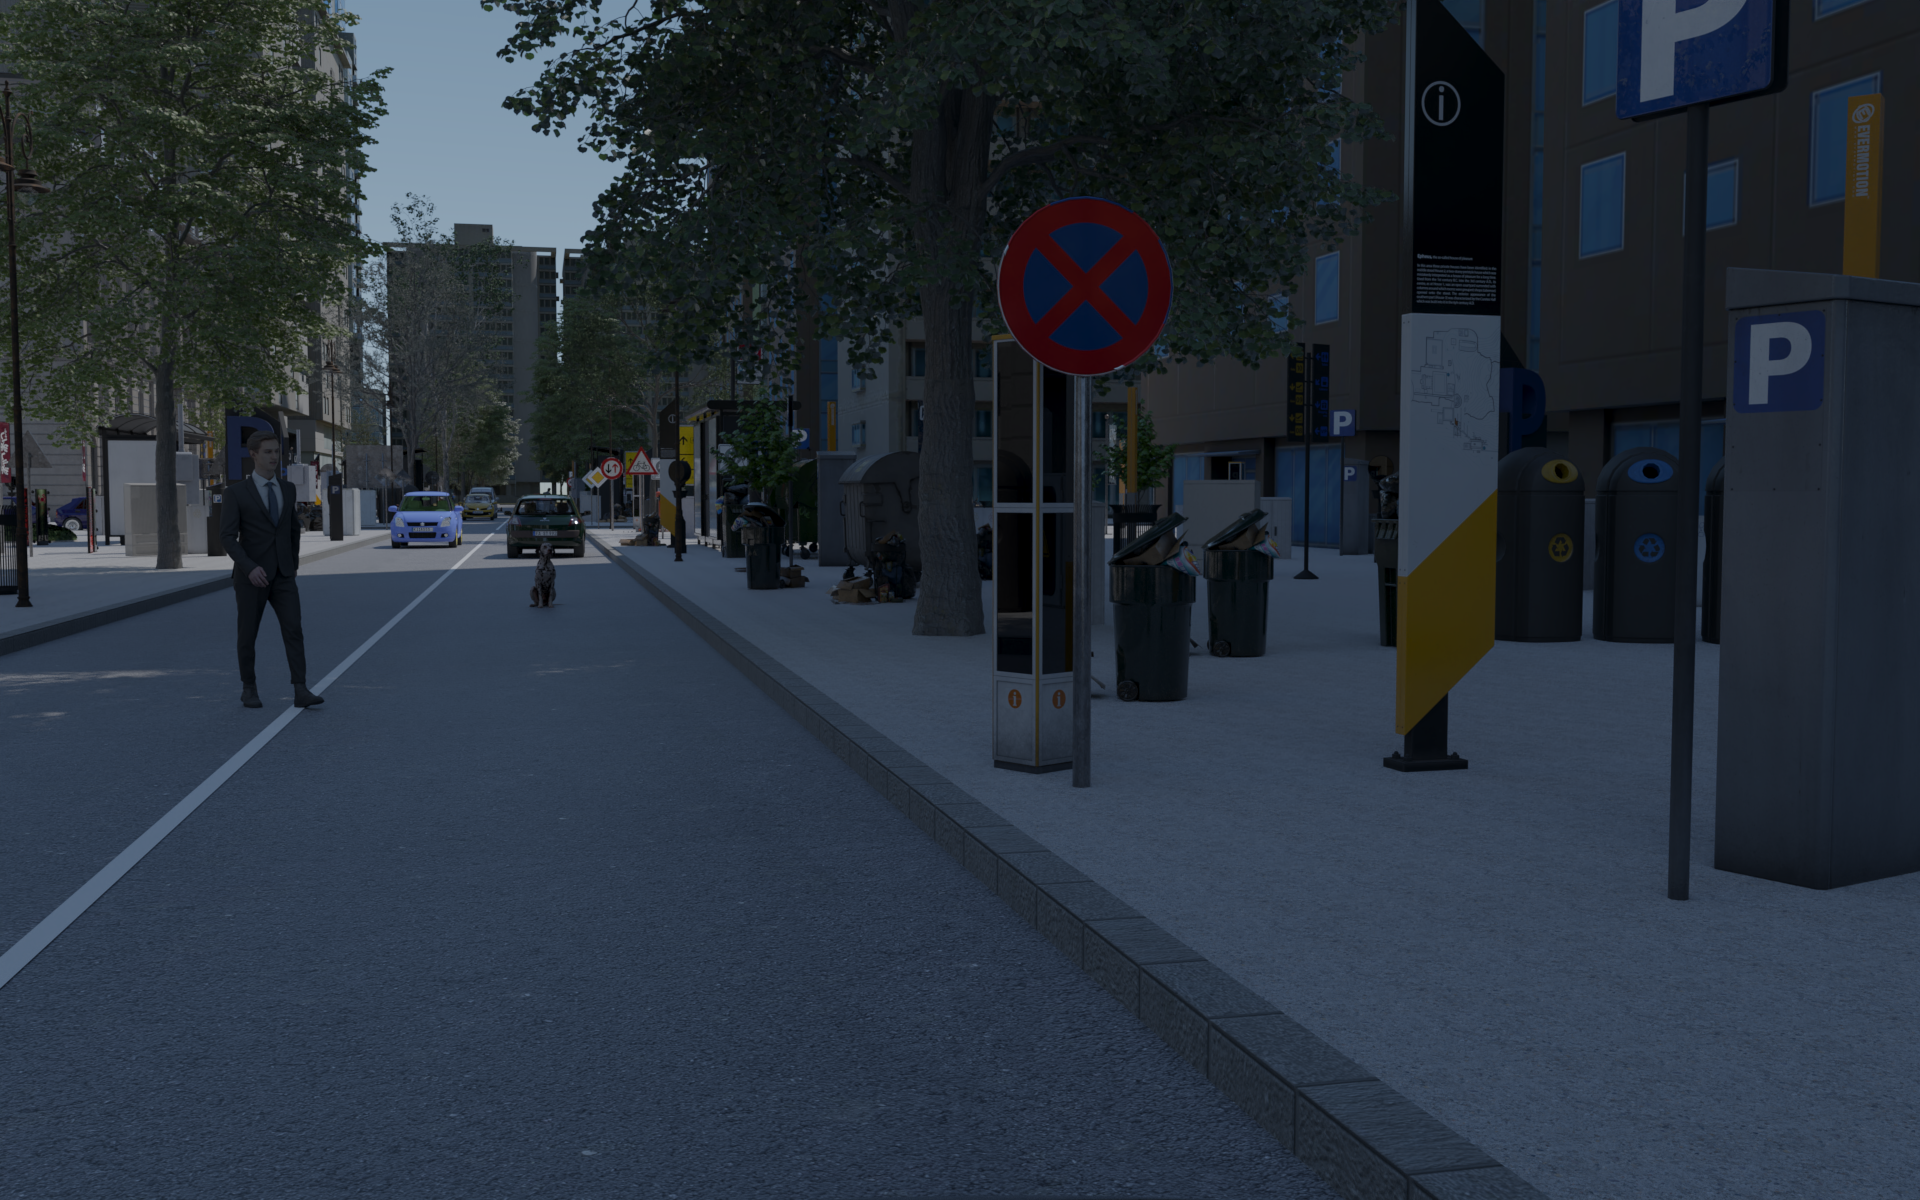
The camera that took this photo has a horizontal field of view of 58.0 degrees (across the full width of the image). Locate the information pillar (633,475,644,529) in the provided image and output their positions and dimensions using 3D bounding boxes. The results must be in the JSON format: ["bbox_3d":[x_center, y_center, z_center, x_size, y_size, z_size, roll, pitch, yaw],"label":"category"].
[{"bbox_3d":[-11.678,-3.572,62.900,0.304,2.012,0.304,1,4,17],"label":"information pillar"}]

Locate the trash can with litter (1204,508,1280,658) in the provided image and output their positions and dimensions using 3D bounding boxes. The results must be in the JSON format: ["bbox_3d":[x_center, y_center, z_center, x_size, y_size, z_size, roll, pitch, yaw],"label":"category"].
[{"bbox_3d":[1.964,-0.141,13.696,1.055,1.170,0.624,0,4,1],"label":"trash can with litter"}]

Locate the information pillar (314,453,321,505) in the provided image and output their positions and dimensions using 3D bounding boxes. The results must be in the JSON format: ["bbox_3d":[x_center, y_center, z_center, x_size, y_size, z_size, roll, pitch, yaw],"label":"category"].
[{"bbox_3d":[-36.906,-6.614,99.497,0.183,3.616,0.504,1,4,12],"label":"information pillar"}]

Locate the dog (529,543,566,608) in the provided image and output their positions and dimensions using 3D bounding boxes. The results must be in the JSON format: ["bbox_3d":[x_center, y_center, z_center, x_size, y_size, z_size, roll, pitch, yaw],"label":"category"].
[{"bbox_3d":[-5.217,-0.321,22.079,0.513,0.831,0.800,1,4,19],"label":"dog"}]

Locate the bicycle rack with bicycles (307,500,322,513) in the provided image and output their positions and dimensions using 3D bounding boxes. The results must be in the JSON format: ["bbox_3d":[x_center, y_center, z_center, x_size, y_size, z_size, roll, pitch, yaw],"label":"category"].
[{"bbox_3d":[-49.326,-7.308,132.867,2.852,0.926,2.925,0,4,-6],"label":"bicycle rack with bicycles"}]

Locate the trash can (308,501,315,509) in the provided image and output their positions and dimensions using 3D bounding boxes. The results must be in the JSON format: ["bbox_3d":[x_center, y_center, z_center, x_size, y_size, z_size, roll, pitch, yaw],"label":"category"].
[{"bbox_3d":[-42.330,-6.217,113.309,0.748,1.137,0.748,0,3,0],"label":"trash can"}]

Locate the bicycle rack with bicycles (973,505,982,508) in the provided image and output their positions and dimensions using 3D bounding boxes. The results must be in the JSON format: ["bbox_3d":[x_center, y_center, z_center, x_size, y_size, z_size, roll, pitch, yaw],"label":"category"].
[{"bbox_3d":[2.232,-4.403,85.378,2.852,0.926,2.925,-1,4,-14],"label":"bicycle rack with bicycles"}]

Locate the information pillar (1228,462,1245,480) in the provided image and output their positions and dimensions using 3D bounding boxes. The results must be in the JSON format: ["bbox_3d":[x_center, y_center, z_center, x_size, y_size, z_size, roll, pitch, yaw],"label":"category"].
[{"bbox_3d":[6.336,-2.154,39.702,0.304,2.012,0.304,2,4,26],"label":"information pillar"}]

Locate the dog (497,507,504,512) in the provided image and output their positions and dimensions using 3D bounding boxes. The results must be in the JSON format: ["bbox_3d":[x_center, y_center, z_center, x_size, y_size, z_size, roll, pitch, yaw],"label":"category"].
[{"bbox_3d":[-37.277,-7.337,140.150,0.748,0.427,0.550,-2,4,-25],"label":"dog"}]

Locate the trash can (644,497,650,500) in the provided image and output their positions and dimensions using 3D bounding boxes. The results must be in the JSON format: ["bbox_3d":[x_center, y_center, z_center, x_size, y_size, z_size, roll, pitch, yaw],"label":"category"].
[{"bbox_3d":[-13.825,-3.974,76.630,0.748,1.137,0.748,0,3,0],"label":"trash can"}]

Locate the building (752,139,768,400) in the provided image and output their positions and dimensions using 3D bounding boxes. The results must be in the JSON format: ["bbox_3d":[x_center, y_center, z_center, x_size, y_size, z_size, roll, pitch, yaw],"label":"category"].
[{"bbox_3d":[-9.872,-27.857,139.048,14.154,41.232,14.086,-1,4,-14],"label":"building"}]

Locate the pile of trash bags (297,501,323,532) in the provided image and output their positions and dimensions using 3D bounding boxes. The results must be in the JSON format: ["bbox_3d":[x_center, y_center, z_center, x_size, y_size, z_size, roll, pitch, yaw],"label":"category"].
[{"bbox_3d":[-22.513,-3.071,59.963,1.912,1.369,3.447,1,4,23],"label":"pile of trash bags"}]

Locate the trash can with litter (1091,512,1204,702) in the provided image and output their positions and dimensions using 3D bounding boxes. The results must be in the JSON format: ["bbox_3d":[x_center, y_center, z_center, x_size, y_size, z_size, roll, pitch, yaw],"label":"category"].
[{"bbox_3d":[0.960,0.035,10.810,1.055,1.170,0.624,0,4,6],"label":"trash can with litter"}]

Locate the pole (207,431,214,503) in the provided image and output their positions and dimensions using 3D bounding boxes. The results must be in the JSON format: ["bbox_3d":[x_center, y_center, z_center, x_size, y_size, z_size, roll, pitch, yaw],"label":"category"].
[{"bbox_3d":[-24.399,-3.827,56.414,0.158,3.312,0.155,0,3,0],"label":"pole"}]

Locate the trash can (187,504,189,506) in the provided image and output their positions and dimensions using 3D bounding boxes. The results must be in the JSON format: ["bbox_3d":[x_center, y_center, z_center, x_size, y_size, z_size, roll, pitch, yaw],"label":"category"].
[{"bbox_3d":[-40.443,-4.797,90.081,0.748,1.137,0.748,0,3,0],"label":"trash can"}]

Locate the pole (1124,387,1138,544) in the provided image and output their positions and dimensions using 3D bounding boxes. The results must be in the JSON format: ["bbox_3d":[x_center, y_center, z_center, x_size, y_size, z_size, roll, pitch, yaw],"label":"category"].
[{"bbox_3d":[3.295,-2.404,33.153,0.158,3.312,0.155,0,3,0],"label":"pole"}]

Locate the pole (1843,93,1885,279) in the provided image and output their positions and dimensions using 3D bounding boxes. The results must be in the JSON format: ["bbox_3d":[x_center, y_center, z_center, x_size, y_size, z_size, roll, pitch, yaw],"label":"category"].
[{"bbox_3d":[4.655,-0.927,8.993,0.158,3.312,0.155,0,3,0],"label":"pole"}]

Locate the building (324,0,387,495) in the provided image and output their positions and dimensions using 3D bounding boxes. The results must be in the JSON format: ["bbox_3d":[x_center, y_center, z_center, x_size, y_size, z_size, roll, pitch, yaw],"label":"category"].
[{"bbox_3d":[-96.036,-56.593,237.972,31.000,86.520,22.319,-1,4,-14],"label":"building"}]

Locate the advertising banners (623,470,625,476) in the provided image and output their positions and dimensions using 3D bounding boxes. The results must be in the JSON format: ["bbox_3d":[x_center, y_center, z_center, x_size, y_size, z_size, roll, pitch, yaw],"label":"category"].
[{"bbox_3d":[-24.581,-7.883,125.075,0.090,3.025,2.074,-3,4,-36],"label":"advertising banners"}]

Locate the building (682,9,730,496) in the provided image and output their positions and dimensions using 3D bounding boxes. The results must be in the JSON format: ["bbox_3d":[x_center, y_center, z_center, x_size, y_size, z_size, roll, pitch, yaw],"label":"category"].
[{"bbox_3d":[-19.455,-53.889,193.762,22.319,86.520,31.000,-1,4,-14],"label":"building"}]

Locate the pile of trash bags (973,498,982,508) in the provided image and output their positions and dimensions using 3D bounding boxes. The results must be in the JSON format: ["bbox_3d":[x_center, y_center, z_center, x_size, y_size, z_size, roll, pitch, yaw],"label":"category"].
[{"bbox_3d":[1.715,-3.252,62.918,3.447,1.369,1.912,2,4,27],"label":"pile of trash bags"}]

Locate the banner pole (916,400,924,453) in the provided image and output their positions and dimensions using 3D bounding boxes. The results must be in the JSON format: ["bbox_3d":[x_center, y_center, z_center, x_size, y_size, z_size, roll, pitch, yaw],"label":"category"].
[{"bbox_3d":[-0.595,-3.100,40.708,0.863,3.779,0.401,0,4,0],"label":"banner pole"}]

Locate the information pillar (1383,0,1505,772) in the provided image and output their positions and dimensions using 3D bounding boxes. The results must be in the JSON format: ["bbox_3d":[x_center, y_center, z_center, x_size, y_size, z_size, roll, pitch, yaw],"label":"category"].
[{"bbox_3d":[2.259,-1.020,8.026,0.504,3.616,0.183,-1,4,-16],"label":"information pillar"}]

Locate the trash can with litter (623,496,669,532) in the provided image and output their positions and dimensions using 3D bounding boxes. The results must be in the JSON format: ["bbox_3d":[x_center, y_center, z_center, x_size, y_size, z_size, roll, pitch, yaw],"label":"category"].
[{"bbox_3d":[-10.080,-2.893,58.359,2.233,1.210,1.678,1,4,14],"label":"trash can with litter"}]

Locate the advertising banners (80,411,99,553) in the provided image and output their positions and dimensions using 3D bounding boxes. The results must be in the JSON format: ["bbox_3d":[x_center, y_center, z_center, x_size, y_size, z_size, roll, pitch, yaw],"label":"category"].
[{"bbox_3d":[-18.884,-2.529,37.541,0.090,3.025,2.074,-1,4,-20],"label":"advertising banners"}]

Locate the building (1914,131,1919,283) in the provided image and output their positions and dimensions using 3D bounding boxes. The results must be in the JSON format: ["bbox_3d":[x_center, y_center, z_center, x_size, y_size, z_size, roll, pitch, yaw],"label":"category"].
[{"bbox_3d":[18.420,-22.843,23.590,14.600,45.320,14.200,-1,4,-14],"label":"building"}]

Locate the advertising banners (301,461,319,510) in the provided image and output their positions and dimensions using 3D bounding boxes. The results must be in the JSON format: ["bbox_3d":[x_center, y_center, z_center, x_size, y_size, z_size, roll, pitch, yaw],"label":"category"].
[{"bbox_3d":[-34.525,-5.794,90.914,0.090,3.025,2.074,3,4,38],"label":"advertising banners"}]

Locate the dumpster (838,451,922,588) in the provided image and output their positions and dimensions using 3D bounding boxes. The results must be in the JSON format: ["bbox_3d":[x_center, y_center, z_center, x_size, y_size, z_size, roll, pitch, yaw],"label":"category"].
[{"bbox_3d":[-0.934,-1.129,24.214,1.264,1.857,1.865,-1,4,-14],"label":"dumpster"}]

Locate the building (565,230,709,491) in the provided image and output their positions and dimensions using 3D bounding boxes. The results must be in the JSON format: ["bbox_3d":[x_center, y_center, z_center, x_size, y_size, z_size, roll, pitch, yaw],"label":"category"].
[{"bbox_3d":[-47.050,-34.632,258.112,23.993,40.220,32.217,-1,4,-14],"label":"building"}]

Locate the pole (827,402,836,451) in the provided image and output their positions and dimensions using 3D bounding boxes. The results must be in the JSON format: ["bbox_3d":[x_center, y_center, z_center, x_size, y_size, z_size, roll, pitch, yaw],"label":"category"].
[{"bbox_3d":[-2.836,-2.722,38.340,0.158,3.312,0.155,0,3,0],"label":"pole"}]

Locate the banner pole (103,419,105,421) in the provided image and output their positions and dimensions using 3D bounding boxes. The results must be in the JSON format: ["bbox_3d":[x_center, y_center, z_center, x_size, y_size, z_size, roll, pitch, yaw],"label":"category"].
[{"bbox_3d":[-27.732,-4.081,56.749,0.863,3.779,0.401,-3,5,-44],"label":"banner pole"}]

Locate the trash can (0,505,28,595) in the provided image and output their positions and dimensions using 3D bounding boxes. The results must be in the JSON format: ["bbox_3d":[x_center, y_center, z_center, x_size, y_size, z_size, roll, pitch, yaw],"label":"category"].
[{"bbox_3d":[-12.311,-0.640,22.123,0.748,1.137,0.748,0,3,0],"label":"trash can"}]

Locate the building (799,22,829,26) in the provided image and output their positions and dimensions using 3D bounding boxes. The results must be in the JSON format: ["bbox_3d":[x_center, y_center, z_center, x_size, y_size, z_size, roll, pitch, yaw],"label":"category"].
[{"bbox_3d":[-13.841,-31.097,158.544,14.600,45.320,14.200,-1,4,-14],"label":"building"}]

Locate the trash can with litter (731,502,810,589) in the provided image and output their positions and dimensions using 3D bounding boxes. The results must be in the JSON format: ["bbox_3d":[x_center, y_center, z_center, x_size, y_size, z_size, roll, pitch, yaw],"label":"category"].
[{"bbox_3d":[-2.561,-0.746,23.580,0.624,1.170,1.055,2,4,33],"label":"trash can with litter"}]

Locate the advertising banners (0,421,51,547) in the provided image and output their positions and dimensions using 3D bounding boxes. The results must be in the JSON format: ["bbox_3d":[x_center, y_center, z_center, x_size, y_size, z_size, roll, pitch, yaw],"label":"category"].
[{"bbox_3d":[-22.986,-2.834,42.516,0.090,3.025,2.074,0,4,3],"label":"advertising banners"}]

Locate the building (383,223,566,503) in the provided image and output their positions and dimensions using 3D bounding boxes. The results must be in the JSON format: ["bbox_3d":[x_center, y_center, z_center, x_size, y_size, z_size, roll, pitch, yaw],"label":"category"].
[{"bbox_3d":[-70.445,-34.245,251.779,23.993,40.220,32.217,-1,4,-14],"label":"building"}]

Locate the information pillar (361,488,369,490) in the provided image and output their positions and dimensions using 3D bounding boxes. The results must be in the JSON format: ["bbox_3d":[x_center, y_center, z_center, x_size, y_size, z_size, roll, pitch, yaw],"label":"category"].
[{"bbox_3d":[-25.267,-4.228,73.615,0.304,2.012,0.304,-1,4,-22],"label":"information pillar"}]

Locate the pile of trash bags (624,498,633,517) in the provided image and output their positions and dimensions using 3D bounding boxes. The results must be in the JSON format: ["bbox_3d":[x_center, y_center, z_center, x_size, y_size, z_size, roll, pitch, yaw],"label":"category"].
[{"bbox_3d":[-19.005,-5.368,97.511,3.447,1.369,1.912,3,4,38],"label":"pile of trash bags"}]

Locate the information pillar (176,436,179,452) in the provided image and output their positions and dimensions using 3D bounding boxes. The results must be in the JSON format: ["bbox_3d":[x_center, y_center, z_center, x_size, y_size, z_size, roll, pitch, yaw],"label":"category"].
[{"bbox_3d":[-25.030,-3.896,55.060,0.183,3.616,0.504,2,4,29],"label":"information pillar"}]

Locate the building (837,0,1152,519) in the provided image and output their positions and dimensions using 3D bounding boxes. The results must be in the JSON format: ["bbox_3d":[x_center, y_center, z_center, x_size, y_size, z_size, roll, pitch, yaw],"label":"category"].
[{"bbox_3d":[4.128,-29.004,97.923,21.600,48.544,21.300,-1,4,-14],"label":"building"}]

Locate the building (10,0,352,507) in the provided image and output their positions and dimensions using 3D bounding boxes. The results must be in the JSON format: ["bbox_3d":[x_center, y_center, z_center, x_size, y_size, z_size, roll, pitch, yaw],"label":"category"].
[{"bbox_3d":[-79.272,-36.230,181.599,27.495,52.752,28.713,-1,4,-14],"label":"building"}]

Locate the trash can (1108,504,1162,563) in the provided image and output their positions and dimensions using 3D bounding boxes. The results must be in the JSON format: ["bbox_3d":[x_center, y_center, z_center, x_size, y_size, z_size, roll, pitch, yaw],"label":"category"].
[{"bbox_3d":[2.419,-0.752,23.950,0.748,1.137,0.748,0,3,0],"label":"trash can"}]

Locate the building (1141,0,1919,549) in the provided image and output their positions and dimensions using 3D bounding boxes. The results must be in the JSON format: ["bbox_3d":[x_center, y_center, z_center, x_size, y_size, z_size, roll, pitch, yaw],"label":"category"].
[{"bbox_3d":[13.778,-24.169,45.268,14.600,45.320,14.200,-1,4,-14],"label":"building"}]

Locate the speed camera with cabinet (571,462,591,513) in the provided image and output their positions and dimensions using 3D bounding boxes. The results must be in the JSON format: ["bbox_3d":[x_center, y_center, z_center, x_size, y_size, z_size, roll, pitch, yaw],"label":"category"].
[{"bbox_3d":[-21.710,-6.457,99.906,0.660,3.252,2.038,-3,4,-39],"label":"speed camera with cabinet"}]

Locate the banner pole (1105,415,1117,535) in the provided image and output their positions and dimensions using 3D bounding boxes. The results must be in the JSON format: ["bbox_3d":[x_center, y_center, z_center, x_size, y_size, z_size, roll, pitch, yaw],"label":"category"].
[{"bbox_3d":[4.762,-3.970,54.934,0.401,3.779,0.863,2,4,34],"label":"banner pole"}]

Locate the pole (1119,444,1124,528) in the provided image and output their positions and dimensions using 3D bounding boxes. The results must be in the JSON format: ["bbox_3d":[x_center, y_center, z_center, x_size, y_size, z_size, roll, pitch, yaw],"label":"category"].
[{"bbox_3d":[6.091,-4.356,65.059,0.158,3.312,0.155,0,3,0],"label":"pole"}]

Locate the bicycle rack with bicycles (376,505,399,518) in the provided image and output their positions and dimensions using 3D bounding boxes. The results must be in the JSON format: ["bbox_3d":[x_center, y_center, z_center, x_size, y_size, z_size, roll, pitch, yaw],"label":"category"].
[{"bbox_3d":[-27.932,-4.420,85.649,2.925,0.926,2.852,-3,5,-40],"label":"bicycle rack with bicycles"}]

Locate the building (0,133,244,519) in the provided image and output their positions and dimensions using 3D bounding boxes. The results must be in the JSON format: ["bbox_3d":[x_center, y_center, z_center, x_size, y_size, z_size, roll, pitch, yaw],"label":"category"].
[{"bbox_3d":[-54.582,-16.537,112.174,13.314,21.916,24.055,-1,4,-14],"label":"building"}]

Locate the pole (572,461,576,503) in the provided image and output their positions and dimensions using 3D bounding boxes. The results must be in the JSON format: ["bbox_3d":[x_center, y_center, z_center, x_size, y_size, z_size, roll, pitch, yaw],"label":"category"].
[{"bbox_3d":[-23.724,-6.886,106.425,0.158,3.312,0.155,0,3,0],"label":"pole"}]

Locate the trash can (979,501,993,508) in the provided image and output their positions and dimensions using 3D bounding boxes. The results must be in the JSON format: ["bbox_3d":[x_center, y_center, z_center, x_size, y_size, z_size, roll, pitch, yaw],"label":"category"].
[{"bbox_3d":[0.769,-1.527,36.618,0.748,1.137,0.748,0,3,0],"label":"trash can"}]

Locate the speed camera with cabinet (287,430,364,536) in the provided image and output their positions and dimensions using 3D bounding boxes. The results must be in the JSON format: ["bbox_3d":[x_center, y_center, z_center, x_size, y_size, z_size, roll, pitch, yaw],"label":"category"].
[{"bbox_3d":[-19.601,-3.611,53.374,2.038,3.252,0.660,0,4,1],"label":"speed camera with cabinet"}]

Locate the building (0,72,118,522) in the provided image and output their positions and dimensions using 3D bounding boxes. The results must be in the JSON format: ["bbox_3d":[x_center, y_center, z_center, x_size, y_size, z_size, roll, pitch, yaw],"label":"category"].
[{"bbox_3d":[-48.544,-15.115,88.929,13.314,21.916,24.055,-1,4,-14],"label":"building"}]

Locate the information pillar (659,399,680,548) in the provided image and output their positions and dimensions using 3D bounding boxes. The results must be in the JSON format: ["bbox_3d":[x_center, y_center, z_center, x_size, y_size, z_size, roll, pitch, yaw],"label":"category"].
[{"bbox_3d":[-6.892,-3.051,41.244,0.504,3.616,0.183,0,4,4],"label":"information pillar"}]

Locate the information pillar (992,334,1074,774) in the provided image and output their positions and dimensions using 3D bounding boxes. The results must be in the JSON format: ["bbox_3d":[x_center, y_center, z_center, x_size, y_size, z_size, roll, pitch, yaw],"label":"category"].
[{"bbox_3d":[0.358,-0.218,8.058,0.304,2.012,0.304,-3,5,-43],"label":"information pillar"}]

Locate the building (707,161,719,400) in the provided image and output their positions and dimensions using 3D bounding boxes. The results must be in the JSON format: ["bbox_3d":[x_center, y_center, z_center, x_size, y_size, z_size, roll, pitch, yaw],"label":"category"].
[{"bbox_3d":[-17.489,-31.937,172.279,14.600,45.320,14.200,-1,4,-14],"label":"building"}]

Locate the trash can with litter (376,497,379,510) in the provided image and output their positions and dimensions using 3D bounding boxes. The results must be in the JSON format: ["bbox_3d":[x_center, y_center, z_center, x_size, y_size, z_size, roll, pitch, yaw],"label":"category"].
[{"bbox_3d":[-34.797,-5.575,102.208,2.233,1.210,1.678,0,4,-6],"label":"trash can with litter"}]

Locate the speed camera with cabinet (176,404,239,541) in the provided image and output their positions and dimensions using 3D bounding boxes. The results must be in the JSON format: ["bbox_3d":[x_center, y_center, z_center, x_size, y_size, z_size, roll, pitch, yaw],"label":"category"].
[{"bbox_3d":[-16.732,-2.713,38.697,2.038,3.252,0.660,-3,5,-43],"label":"speed camera with cabinet"}]

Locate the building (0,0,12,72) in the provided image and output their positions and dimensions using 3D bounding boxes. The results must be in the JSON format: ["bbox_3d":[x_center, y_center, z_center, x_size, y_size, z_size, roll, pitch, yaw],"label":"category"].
[{"bbox_3d":[-71.673,-34.183,148.132,28.713,52.752,27.495,-1,4,-14],"label":"building"}]

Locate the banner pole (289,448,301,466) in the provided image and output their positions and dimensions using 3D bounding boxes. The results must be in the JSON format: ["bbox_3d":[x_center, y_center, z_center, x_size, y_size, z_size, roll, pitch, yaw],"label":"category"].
[{"bbox_3d":[-35.846,-6.324,93.422,0.401,3.779,0.863,1,4,22],"label":"banner pole"}]

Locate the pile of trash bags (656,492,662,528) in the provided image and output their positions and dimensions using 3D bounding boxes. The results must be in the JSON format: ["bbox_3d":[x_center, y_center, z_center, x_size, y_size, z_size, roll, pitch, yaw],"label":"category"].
[{"bbox_3d":[-9.123,-3.150,61.248,3.447,1.369,1.912,0,4,-8],"label":"pile of trash bags"}]
